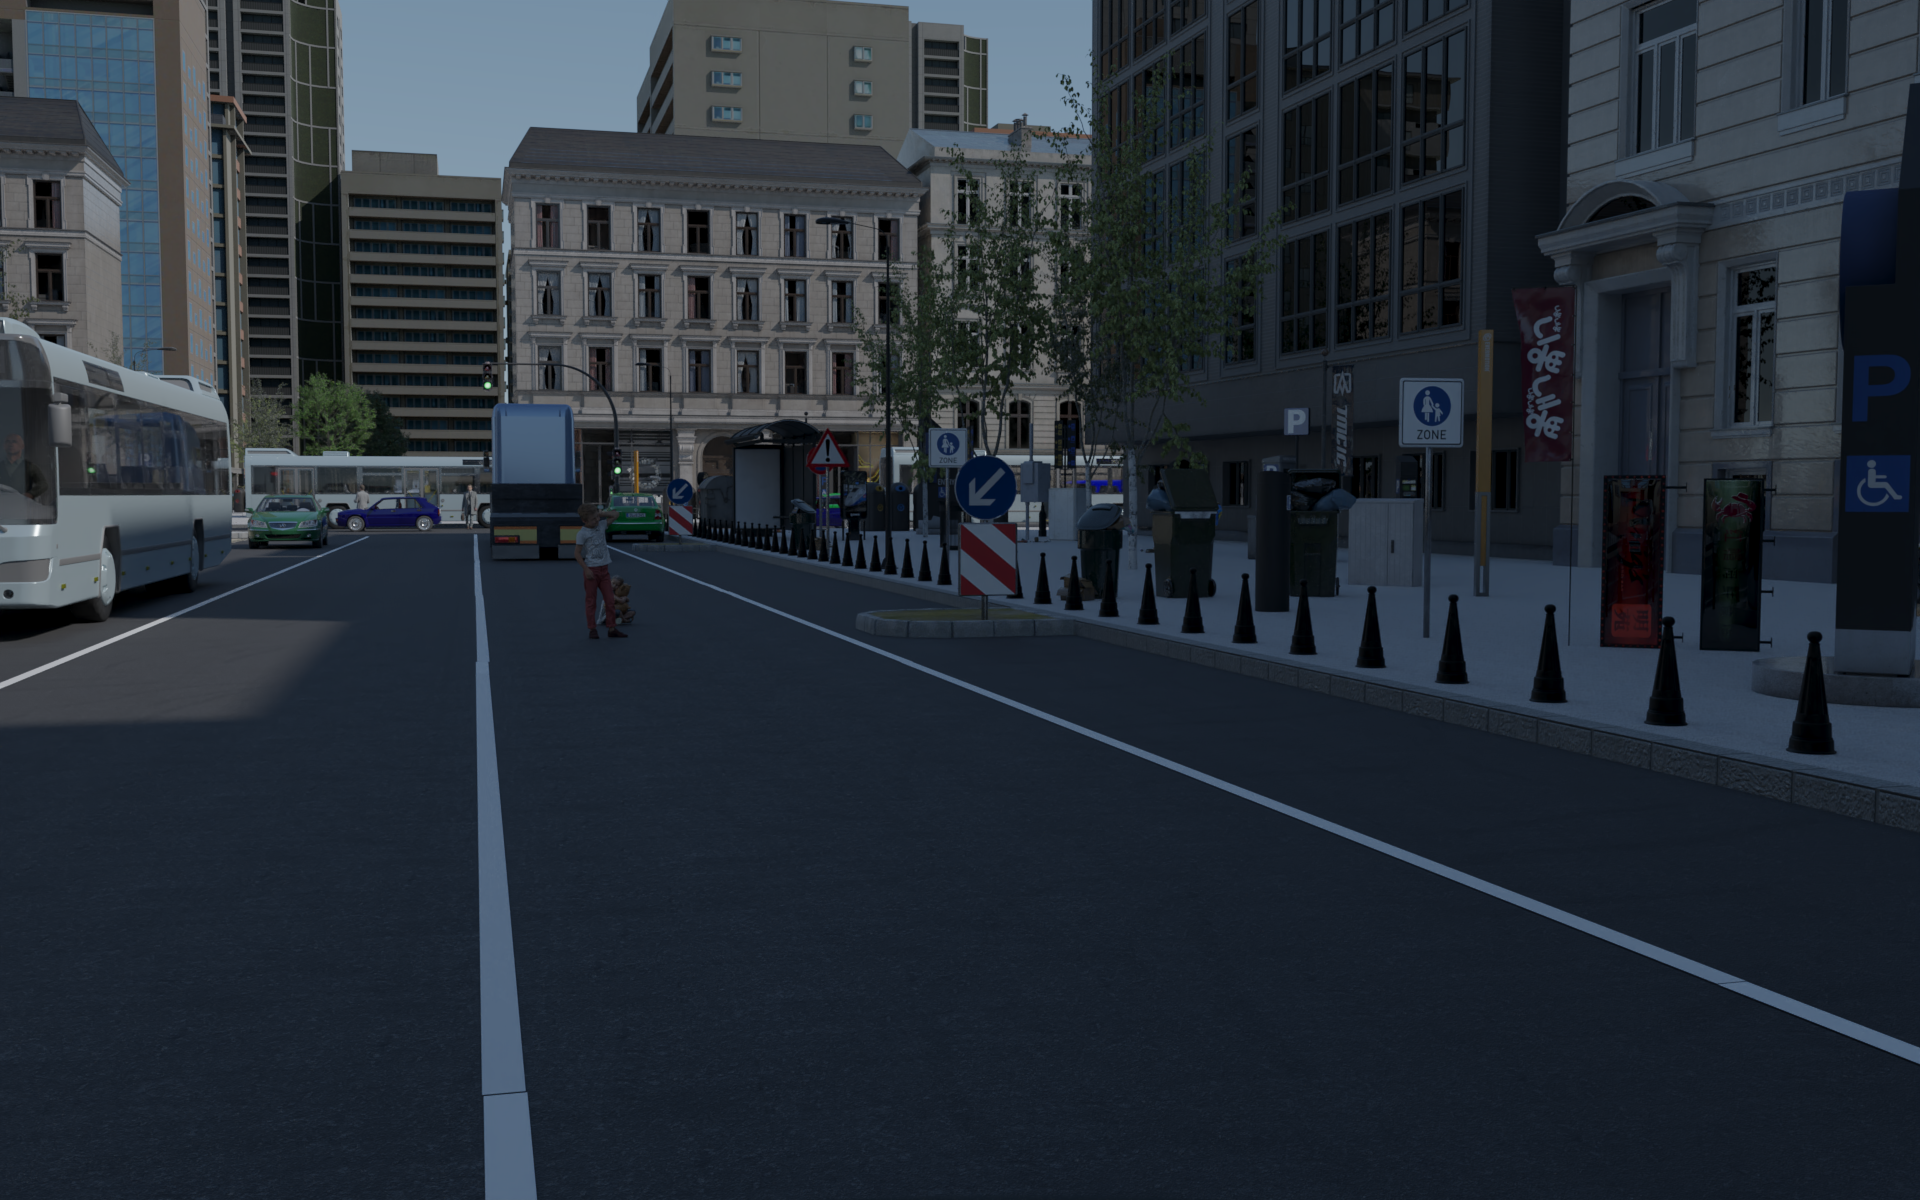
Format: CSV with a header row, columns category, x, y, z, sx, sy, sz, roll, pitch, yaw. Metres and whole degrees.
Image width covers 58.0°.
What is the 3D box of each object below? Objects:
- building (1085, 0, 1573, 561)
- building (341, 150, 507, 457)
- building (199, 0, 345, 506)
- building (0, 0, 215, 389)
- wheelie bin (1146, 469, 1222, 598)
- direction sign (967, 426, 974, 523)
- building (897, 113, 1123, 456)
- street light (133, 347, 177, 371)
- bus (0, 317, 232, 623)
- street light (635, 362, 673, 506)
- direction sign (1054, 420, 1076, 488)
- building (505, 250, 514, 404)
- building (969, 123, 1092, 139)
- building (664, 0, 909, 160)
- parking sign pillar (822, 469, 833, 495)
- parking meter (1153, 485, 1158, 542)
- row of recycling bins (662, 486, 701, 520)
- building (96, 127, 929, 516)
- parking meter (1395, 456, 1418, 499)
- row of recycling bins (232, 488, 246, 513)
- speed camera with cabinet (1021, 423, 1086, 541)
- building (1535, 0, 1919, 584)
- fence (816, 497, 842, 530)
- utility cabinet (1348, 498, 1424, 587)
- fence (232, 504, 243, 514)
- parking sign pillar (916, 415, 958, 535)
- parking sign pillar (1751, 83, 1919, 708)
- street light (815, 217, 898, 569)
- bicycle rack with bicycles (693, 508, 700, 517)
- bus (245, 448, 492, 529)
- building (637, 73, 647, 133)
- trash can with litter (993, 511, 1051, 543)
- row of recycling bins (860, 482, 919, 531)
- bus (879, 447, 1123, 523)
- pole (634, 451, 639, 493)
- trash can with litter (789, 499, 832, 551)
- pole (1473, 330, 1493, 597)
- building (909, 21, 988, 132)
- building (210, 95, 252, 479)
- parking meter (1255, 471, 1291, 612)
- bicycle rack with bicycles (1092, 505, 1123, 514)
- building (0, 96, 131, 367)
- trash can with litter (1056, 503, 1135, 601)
category,x,y,z,sx,sy,sz,roll,pitch,yaw
building,13.630,-15.316,43.922,14.314,27.812,24.014,-1,4,-16
building,-76.530,-38.220,248.597,21.600,48.544,21.300,-1,4,-16
building,-97.025,-49.134,241.592,20.611,71.187,20.563,-1,4,-16
building,-70.439,-30.162,143.266,14.600,45.320,14.200,-1,4,-16
wheelie bin,2.751,-0.835,21.563,0.980,1.594,0.693,-1,4,-20
direction sign,0.347,-4.022,57.762,0.379,3.537,0.876,-1,4,-13
building,13.283,-17.430,104.072,34.723,24.649,14.460,-1,4,-16
street light,-25.422,-5.025,54.700,1.470,5.913,1.316,-1,4,-16
bus,-11.480,-1.644,21.746,2.948,3.499,13.247,-1,4,-15
street light,-10.777,-5.432,61.353,1.470,5.913,1.316,-1,4,-16
direction sign,3.223,-3.740,53.139,0.379,3.537,0.876,-3,5,-44
building,-55.721,-34.723,259.601,23.993,40.220,32.217,-1,4,-16
building,7.486,-33.866,208.330,28.867,44.769,22.147,-1,4,-16
building,-17.394,-33.050,164.067,21.300,48.544,21.600,-1,4,-16
parking sign pillar,-6.590,-5.945,85.667,1.447,3.967,1.447,0,4,5
parking meter,5.386,-2.331,46.523,0.372,1.533,0.369,0,3,0
row of recycling bins,-13.354,-4.917,87.511,3.534,1.692,1.069,1,4,12
building,-22.533,-14.787,92.669,40.483,20.767,10.553,-1,4,-16
parking meter,6.777,-1.260,26.320,0.255,1.863,0.399,0,4,2
row of recycling bins,-50.336,-6.894,119.833,3.534,1.692,1.069,-1,4,-9
speed camera with cabinet,2.610,-3.287,48.080,2.038,3.252,0.660,3,5,45
building,19.267,-14.477,22.597,13.634,28.700,20.117,-1,4,-16
fence,-4.162,-3.141,62.553,2.264,1.192,0.480,-3,5,-42
utility cabinet,5.955,-0.802,24.270,1.020,1.237,0.306,3,5,43
fence,-41.542,-5.098,98.733,0.278,0.683,2.069,1,4,15
parking sign pillar,-0.692,-4.077,55.125,1.447,3.967,1.447,-3,5,-40
parking sign pillar,5.855,-1.375,10.961,1.447,3.967,1.447,2,4,30
street light,-1.746,-3.474,29.341,1.470,5.913,1.316,-1,4,-16
bicycle rack with bicycles,-12.003,-4.382,85.021,2.852,0.926,2.925,-3,5,-41
bus,-22.597,-4.736,72.296,13.247,3.499,2.948,-1,4,-17
building,-22.620,-34.348,185.284,21.300,48.544,21.600,-1,4,-16
trash can with litter,1.426,-2.121,45.738,2.233,1.210,1.678,-1,4,-17
row of recycling bins,-1.712,-3.242,60.121,3.534,1.692,1.069,-1,4,-12
bus,3.463,-4.615,70.322,13.247,3.499,2.948,-1,4,-15
pole,-15.245,-5.367,81.590,0.158,3.312,0.155,0,3,0
trash can with litter,-3.377,-1.729,39.654,1.055,1.170,0.624,2,4,29
pole,6.538,-1.699,21.626,0.158,3.312,0.155,0,3,0
building,-6.010,-50.635,266.127,20.611,71.187,20.563,-1,4,-16
building,-88.657,-32.254,181.981,28.867,44.769,22.147,-1,4,-16
parking meter,3.421,-0.644,18.933,0.372,1.533,0.369,0,3,0
bicycle rack with bicycles,5.501,-3.109,64.212,2.852,0.926,2.925,3,5,45
building,-61.813,-14.095,81.356,40.483,20.767,10.553,-1,4,-16
trash can with litter,1.637,-0.593,21.080,0.624,1.170,1.055,2,4,32
